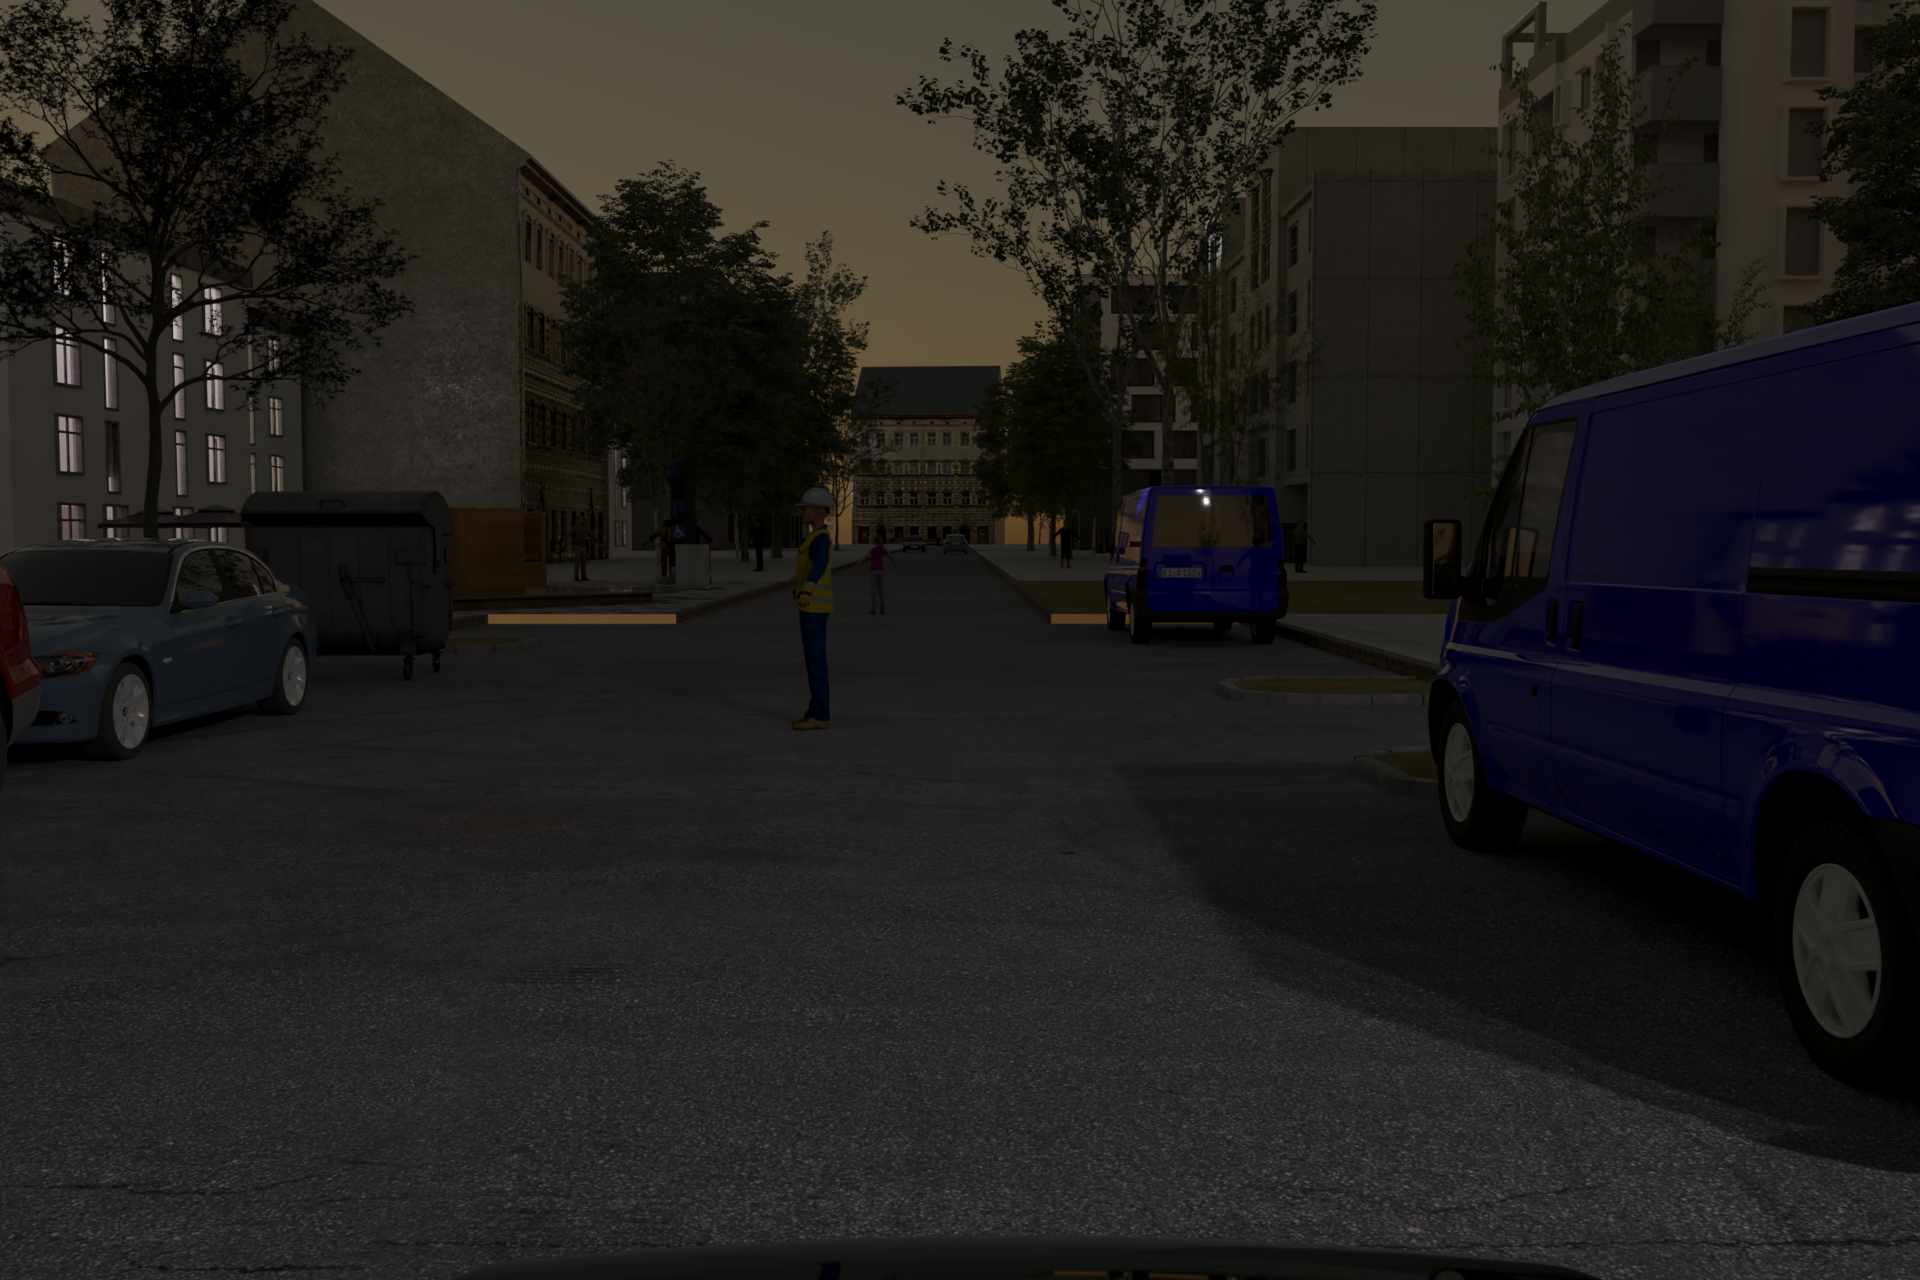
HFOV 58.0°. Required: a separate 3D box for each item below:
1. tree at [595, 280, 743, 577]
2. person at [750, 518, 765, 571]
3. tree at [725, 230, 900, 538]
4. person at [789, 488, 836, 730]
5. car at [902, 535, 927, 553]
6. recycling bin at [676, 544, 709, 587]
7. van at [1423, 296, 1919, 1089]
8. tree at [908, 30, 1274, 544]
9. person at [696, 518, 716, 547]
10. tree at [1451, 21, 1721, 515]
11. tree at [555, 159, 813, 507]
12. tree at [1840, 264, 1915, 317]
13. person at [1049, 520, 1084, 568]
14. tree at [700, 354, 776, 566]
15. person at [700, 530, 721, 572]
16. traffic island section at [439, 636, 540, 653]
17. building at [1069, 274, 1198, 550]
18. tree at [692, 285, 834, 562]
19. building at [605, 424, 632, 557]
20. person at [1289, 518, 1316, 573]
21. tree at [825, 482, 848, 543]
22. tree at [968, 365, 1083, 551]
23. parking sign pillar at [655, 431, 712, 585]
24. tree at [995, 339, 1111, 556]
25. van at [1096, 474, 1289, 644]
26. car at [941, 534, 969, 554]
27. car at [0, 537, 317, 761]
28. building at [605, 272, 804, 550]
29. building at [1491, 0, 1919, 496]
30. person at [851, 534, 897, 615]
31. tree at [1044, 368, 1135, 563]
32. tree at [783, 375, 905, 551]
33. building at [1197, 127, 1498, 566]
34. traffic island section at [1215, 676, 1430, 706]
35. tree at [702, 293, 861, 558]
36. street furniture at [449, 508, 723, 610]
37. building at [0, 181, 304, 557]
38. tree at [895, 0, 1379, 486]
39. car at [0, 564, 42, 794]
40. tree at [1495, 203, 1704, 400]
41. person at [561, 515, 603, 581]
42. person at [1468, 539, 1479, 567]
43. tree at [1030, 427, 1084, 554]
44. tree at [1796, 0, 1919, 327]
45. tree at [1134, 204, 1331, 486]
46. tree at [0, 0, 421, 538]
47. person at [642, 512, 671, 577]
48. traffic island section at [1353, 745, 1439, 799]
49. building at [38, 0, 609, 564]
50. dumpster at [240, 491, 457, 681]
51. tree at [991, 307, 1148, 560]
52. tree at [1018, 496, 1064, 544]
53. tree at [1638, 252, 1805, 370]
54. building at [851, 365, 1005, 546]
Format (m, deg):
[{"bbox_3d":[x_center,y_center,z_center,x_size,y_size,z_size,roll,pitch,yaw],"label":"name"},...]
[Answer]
[{"bbox_3d":[-8.979,-6.137,50.706,4.360,8.622,3.978,0,3,0],"label":"tree"},{"bbox_3d":[-6.954,-3.292,59.760,0.705,1.837,1.347,1,4,10],"label":"person"},{"bbox_3d":[-10.116,-15.558,110.265,12.611,20.169,13.585,0,3,0],"label":"tree"},{"bbox_3d":[-1.151,-0.237,12.796,0.721,1.772,1.216,0,4,-7],"label":"person"},{"bbox_3d":[-3.504,-7.392,133.444,1.945,1.354,3.894,0,3,0],"label":"car"},{"bbox_3d":[-6.507,-1.809,42.136,0.722,1.027,0.722,0,4,-1],"label":"recycling bin"},{"bbox_3d":[3.198,-0.107,6.133,2.240,2.365,5.245,0,4,-1],"label":"van"},{"bbox_3d":[4.743,-12.896,66.731,12.611,20.169,13.585,0,3,0],"label":"tree"},{"bbox_3d":[-8.201,-2.900,53.602,1.347,1.806,0.705,1,4,20],"label":"person"},{"bbox_3d":[9.148,-4.623,25.946,4.737,8.622,4.395,0,3,0],"label":"tree"},{"bbox_3d":[-9.398,-9.352,59.556,9.857,13.997,8.962,0,3,0],"label":"tree"},{"bbox_3d":[25.467,-5.893,46.716,4.737,8.622,4.395,0,3,0],"label":"tree"},{"bbox_3d":[3.968,-3.600,64.995,1.346,1.812,0.704,-1,4,-13],"label":"person"},{"bbox_3d":[-8.928,-7.340,70.375,4.360,8.622,3.978,0,3,0],"label":"tree"},{"bbox_3d":[-8.650,-3.047,59.086,0.991,1.433,0.599,-1,4,-13],"label":"person"},{"bbox_3d":[-6.392,0.065,21.796,1.991,0.108,1.994,0,4,0],"label":"traffic island section"},{"bbox_3d":[23.381,-18.882,152.700,27.936,21.610,32.646,0,3,0],"label":"building"},{"bbox_3d":[-9.575,-9.806,78.462,7.486,12.596,7.792,0,3,0],"label":"tree"},{"bbox_3d":[-24.082,-9.874,103.579,9.099,9.664,28.070,0,4,-1],"label":"building"},{"bbox_3d":[11.336,-3.146,57.570,0.705,1.813,1.348,-2,4,-27],"label":"person"},{"bbox_3d":[-16.767,-16.771,224.559,4.737,8.622,4.395,0,3,0],"label":"tree"},{"bbox_3d":[5.162,-13.541,128.044,9.857,13.997,8.962,0,3,0],"label":"tree"},{"bbox_3d":[-7.120,-3.430,44.548,1.447,3.967,1.447,0,4,1],"label":"parking sign pillar"},{"bbox_3d":[5.657,-11.156,100.525,7.486,12.596,7.792,0,3,0],"label":"tree"},{"bbox_3d":[3.151,-1.211,24.186,2.240,2.365,5.245,0,3,0],"label":"van"},{"bbox_3d":[-0.335,-6.893,124.697,2.014,1.417,4.499,0,4,-1],"label":"car"},{"bbox_3d":[-6.127,-0.028,12.467,2.014,1.417,4.499,0,4,0],"label":"car"},{"bbox_3d":[-29.054,-18.818,151.654,27.936,21.610,32.646,0,4,0],"label":"building"},{"bbox_3d":[25.125,-12.648,63.221,16.016,20.090,11.380,0,4,0],"label":"building"},{"bbox_3d":[-1.508,-1.169,30.838,0.991,1.433,0.599,-3,4,-38],"label":"person"},{"bbox_3d":[5.994,-7.735,76.822,4.360,8.622,3.978,0,3,0],"label":"tree"},{"bbox_3d":[-9.237,-13.507,131.206,12.009,13.543,11.850,0,3,0],"label":"tree"},{"bbox_3d":[22.136,-13.306,84.014,16.747,18.905,31.486,0,4,0],"label":"building"},{"bbox_3d":[3.320,0.453,15.459,1.991,0.108,1.994,0,3,0],"label":"traffic island section"},{"bbox_3d":[-9.907,-11.351,92.247,9.857,13.997,8.962,0,3,0],"label":"tree"},{"bbox_3d":[-11.021,-1.558,32.331,9.812,1.723,11.010,3,5,40],"label":"street furniture"},{"bbox_3d":[-26.960,-6.909,55.105,9.099,9.664,28.070,0,4,0],"label":"building"},{"bbox_3d":[4.528,-11.836,49.404,12.611,20.169,13.585,0,3,0],"label":"tree"},{"bbox_3d":[-5.675,0.126,6.610,2.281,1.827,5.304,0,4,0],"label":"car"},{"bbox_3d":[14.205,-5.410,38.821,4.737,8.622,4.395,0,3,0],"label":"tree"},{"bbox_3d":[-10.388,-2.518,47.436,0.705,1.796,1.348,3,5,42],"label":"person"},{"bbox_3d":[5.327,-0.645,16.383,1.345,1.849,0.704,-1,4,-21],"label":"person"},{"bbox_3d":[5.462,-9.690,108.800,4.360,8.622,3.978,0,3,0],"label":"tree"},{"bbox_3d":[22.598,-7.922,36.186,9.857,13.997,8.962,0,3,0],"label":"tree"},{"bbox_3d":[5.586,-5.443,39.356,4.360,8.622,3.978,0,3,0],"label":"tree"},{"bbox_3d":[-11.417,-5.531,24.842,7.601,10.594,8.767,-2,4,-28],"label":"tree"},{"bbox_3d":[-7.786,-2.467,46.101,1.354,1.858,0.705,-2,4,-25],"label":"person"},{"bbox_3d":[3.369,0.782,10.086,1.991,0.108,1.994,0,4,-1],"label":"traffic island section"},{"bbox_3d":[-26.967,-15.117,78.099,19.493,23.208,18.063,0,4,-1],"label":"building"},{"bbox_3d":[-6.111,-0.559,17.357,1.865,1.857,1.264,0,4,0],"label":"dumpster"},{"bbox_3d":[5.462,-10.272,86.079,7.486,12.596,7.792,0,3,0],"label":"tree"},{"bbox_3d":[10.338,-17.355,218.159,7.601,10.594,8.767,0,4,8],"label":"tree"},{"bbox_3d":[20.218,-5.853,46.059,4.737,8.622,4.395,0,3,0],"label":"tree"},{"bbox_3d":[-3.778,-23.961,225.152,18.063,23.208,19.493,0,4,5],"label":"building"}]
